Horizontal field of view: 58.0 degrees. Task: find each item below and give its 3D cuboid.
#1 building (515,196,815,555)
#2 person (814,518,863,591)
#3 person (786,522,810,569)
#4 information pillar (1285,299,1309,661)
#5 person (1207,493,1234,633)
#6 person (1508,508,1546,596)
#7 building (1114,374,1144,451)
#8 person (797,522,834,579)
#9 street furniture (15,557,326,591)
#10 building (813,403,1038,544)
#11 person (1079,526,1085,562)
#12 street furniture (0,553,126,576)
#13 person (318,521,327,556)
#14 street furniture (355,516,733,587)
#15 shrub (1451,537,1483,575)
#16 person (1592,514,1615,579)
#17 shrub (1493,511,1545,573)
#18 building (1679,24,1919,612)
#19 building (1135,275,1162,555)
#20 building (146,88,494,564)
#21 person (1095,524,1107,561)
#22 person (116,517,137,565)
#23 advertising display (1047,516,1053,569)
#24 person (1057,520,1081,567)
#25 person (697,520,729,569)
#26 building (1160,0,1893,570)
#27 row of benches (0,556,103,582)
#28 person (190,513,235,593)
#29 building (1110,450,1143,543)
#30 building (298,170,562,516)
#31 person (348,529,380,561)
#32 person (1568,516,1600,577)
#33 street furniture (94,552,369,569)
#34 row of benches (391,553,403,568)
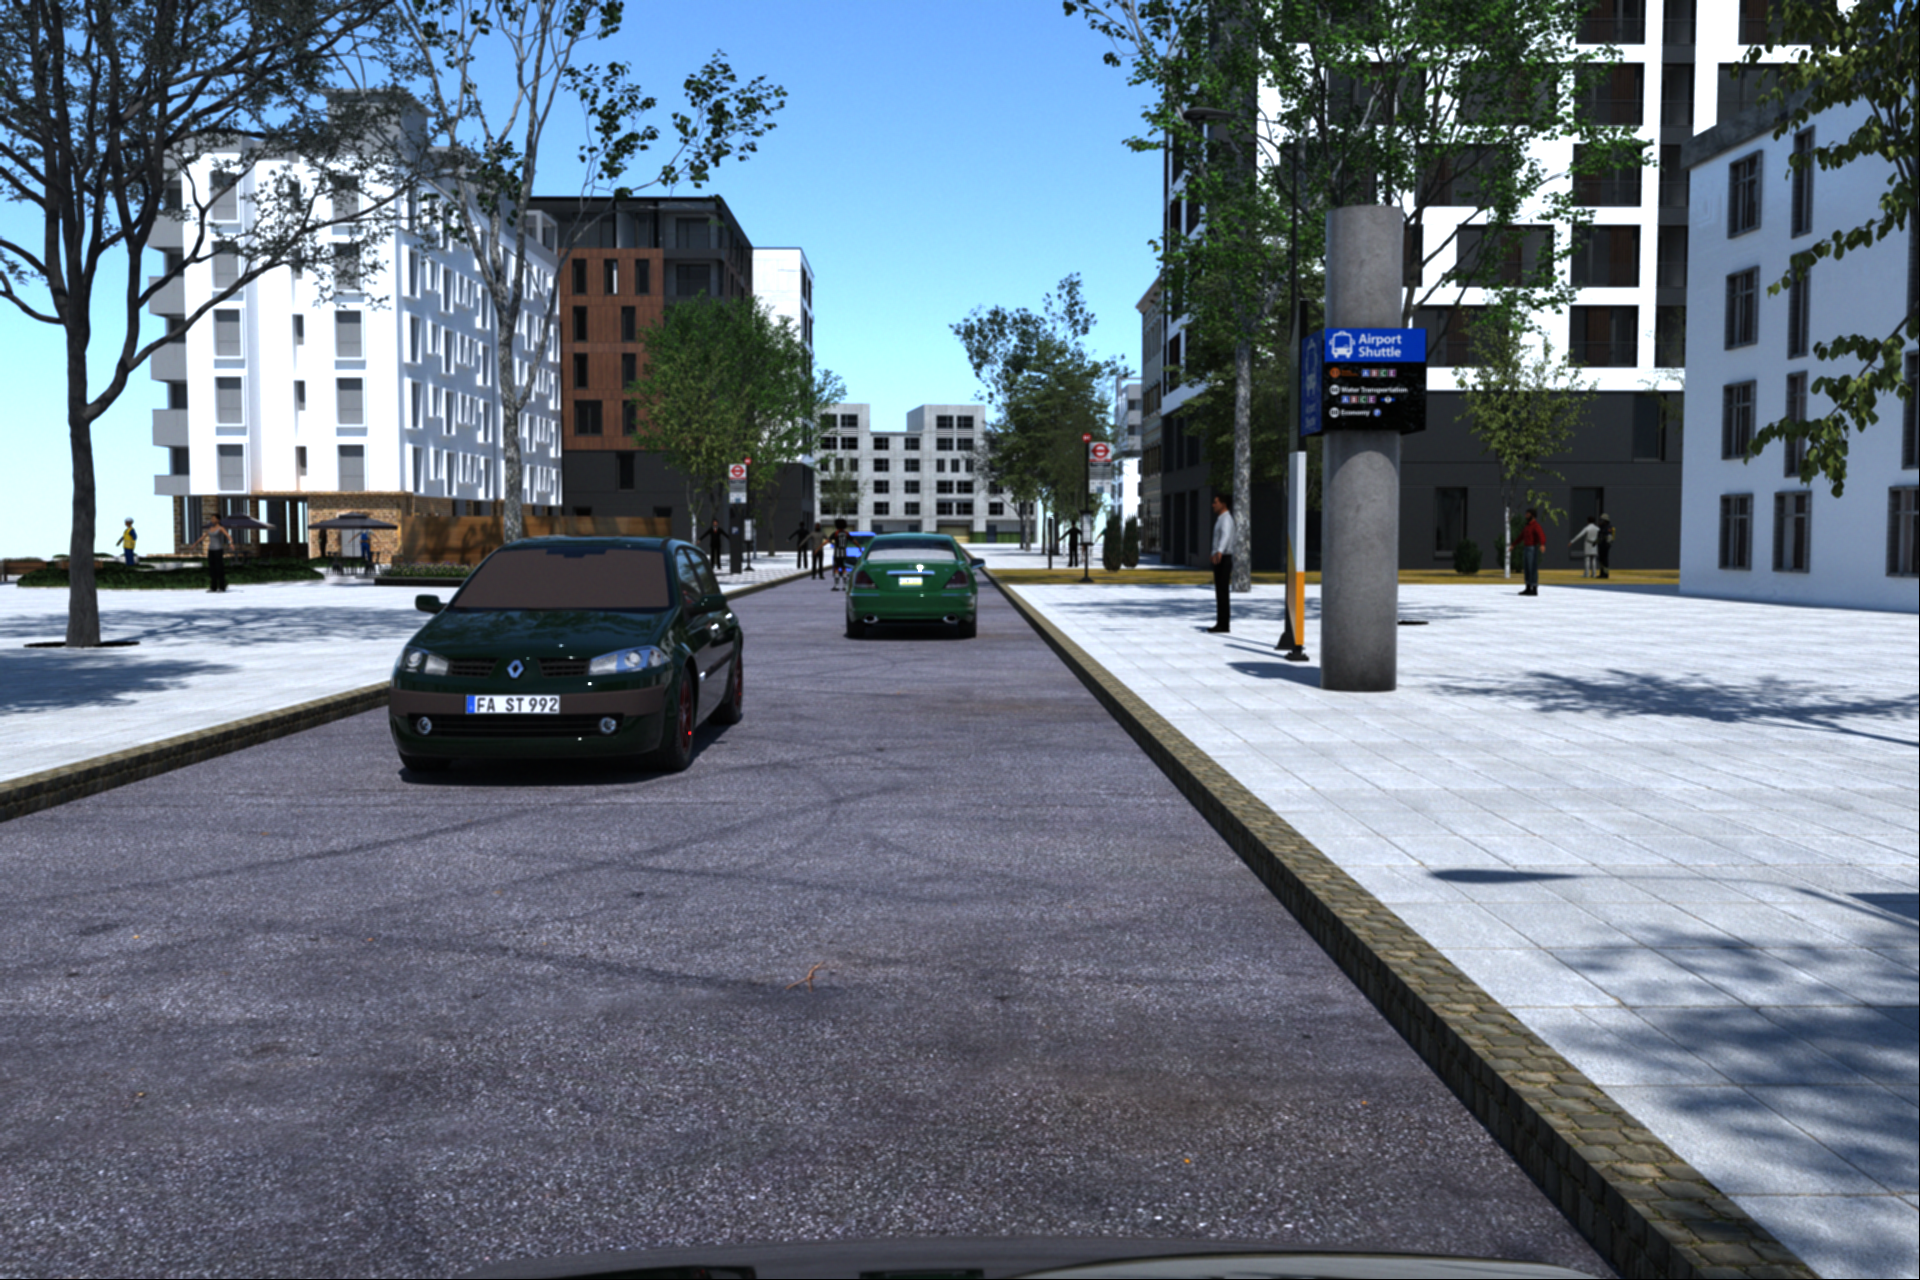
[{"bbox_3d":[-25.224,-16.966,121.374,27.936,21.610,32.646,0,4,-1],"label":"building"},{"bbox_3d":[-3.035,-2.150,43.750,1.345,1.843,0.704,-2,4,-28],"label":"person"},{"bbox_3d":[-5.801,-3.491,63.797,1.216,1.740,0.721,0,4,1],"label":"person"},{"bbox_3d":[3.426,-1.605,17.591,0.183,3.616,0.504,0,3,0],"label":"information pillar"},{"bbox_3d":[3.401,-1.009,22.649,0.704,1.810,1.344,0,4,6],"label":"person"},{"bbox_3d":[11.881,-1.837,36.139,0.704,1.816,1.345,-1,4,-12],"label":"person"},{"bbox_3d":[23.436,-21.324,205.070,16.016,20.090,11.380,0,4,0],"label":"building"},{"bbox_3d":[-4.501,-2.829,54.832,1.348,1.813,0.705,-1,4,-17],"label":"person"},{"bbox_3d":[-19.876,-1.741,44.091,5.734,0.657,10.072,0,4,0],"label":"street furniture"},{"bbox_3d":[-6.262,-22.810,241.856,31.486,18.905,16.747,-1,4,-10],"label":"building"},{"bbox_3d":[5.773,-4.501,80.398,0.721,1.733,1.217,1,4,20],"label":"person"},{"bbox_3d":[-31.025,-2.331,53.731,10.072,0.657,5.734,-2,4,-25],"label":"street furniture"},{"bbox_3d":[-25.464,-3.852,69.115,0.704,1.812,1.346,-1,4,-18],"label":"person"},{"bbox_3d":[-10.594,-2.237,43.431,11.010,1.723,9.812,2,4,24],"label":"street furniture"},{"bbox_3d":[15.961,-2.653,54.488,1.383,1.207,1.383,0,3,0],"label":"shrub"},{"bbox_3d":[18.562,-2.704,49.986,0.705,1.856,1.354,0,4,3],"label":"person"},{"bbox_3d":[18.326,-3.204,56.808,1.690,2.028,1.600,0,3,0],"label":"shrub"},{"bbox_3d":[20.182,-4.971,23.428,9.099,9.664,28.070,0,4,-1],"label":"building"},{"bbox_3d":[21.343,-16.822,105.968,19.493,23.208,18.063,0,3,0],"label":"building"},{"bbox_3d":[-28.599,-13.369,75.004,16.016,20.090,11.380,0,4,0],"label":"building"},{"bbox_3d":[6.218,-4.043,72.225,1.347,1.817,0.704,-1,4,-22],"label":"person"},{"bbox_3d":[-24.176,-2.677,50.229,1.216,1.772,0.721,3,5,43],"label":"person"},{"bbox_3d":[3.307,-3.573,63.638,0.123,1.923,0.974,0,4,-2],"label":"advertising display"},{"bbox_3d":[4.395,-3.754,67.307,1.347,1.837,0.705,-2,4,-24],"label":"person"},{"bbox_3d":[-8.856,-3.459,62.749,1.347,1.806,0.705,-1,4,-10],"label":"person"},{"bbox_3d":[22.687,-14.305,77.861,27.936,21.610,32.646,0,4,-1],"label":"building"},{"bbox_3d":[-25.663,-1.943,47.227,4.104,0.672,1.422,-3,5,-42],"label":"row of benches"},{"bbox_3d":[-16.387,-1.909,38.019,1.217,1.737,0.721,1,4,22],"label":"person"},{"bbox_3d":[20.816,-14.178,173.963,9.099,9.664,28.070,0,4,0],"label":"building"},{"bbox_3d":[-28.981,-14.377,91.482,16.016,20.090,11.380,0,4,0],"label":"building"},{"bbox_3d":[-23.666,-3.857,68.917,1.347,1.847,0.705,1,4,10],"label":"person"},{"bbox_3d":[18.719,-2.770,51.483,1.347,1.806,0.705,-1,4,-14],"label":"person"},{"bbox_3d":[-27.077,-2.939,63.678,10.072,0.657,5.734,-1,4,-12],"label":"street furniture"},{"bbox_3d":[-17.228,-2.631,58.479,4.104,0.672,1.422,-3,4,-36],"label":"row of benches"}]
